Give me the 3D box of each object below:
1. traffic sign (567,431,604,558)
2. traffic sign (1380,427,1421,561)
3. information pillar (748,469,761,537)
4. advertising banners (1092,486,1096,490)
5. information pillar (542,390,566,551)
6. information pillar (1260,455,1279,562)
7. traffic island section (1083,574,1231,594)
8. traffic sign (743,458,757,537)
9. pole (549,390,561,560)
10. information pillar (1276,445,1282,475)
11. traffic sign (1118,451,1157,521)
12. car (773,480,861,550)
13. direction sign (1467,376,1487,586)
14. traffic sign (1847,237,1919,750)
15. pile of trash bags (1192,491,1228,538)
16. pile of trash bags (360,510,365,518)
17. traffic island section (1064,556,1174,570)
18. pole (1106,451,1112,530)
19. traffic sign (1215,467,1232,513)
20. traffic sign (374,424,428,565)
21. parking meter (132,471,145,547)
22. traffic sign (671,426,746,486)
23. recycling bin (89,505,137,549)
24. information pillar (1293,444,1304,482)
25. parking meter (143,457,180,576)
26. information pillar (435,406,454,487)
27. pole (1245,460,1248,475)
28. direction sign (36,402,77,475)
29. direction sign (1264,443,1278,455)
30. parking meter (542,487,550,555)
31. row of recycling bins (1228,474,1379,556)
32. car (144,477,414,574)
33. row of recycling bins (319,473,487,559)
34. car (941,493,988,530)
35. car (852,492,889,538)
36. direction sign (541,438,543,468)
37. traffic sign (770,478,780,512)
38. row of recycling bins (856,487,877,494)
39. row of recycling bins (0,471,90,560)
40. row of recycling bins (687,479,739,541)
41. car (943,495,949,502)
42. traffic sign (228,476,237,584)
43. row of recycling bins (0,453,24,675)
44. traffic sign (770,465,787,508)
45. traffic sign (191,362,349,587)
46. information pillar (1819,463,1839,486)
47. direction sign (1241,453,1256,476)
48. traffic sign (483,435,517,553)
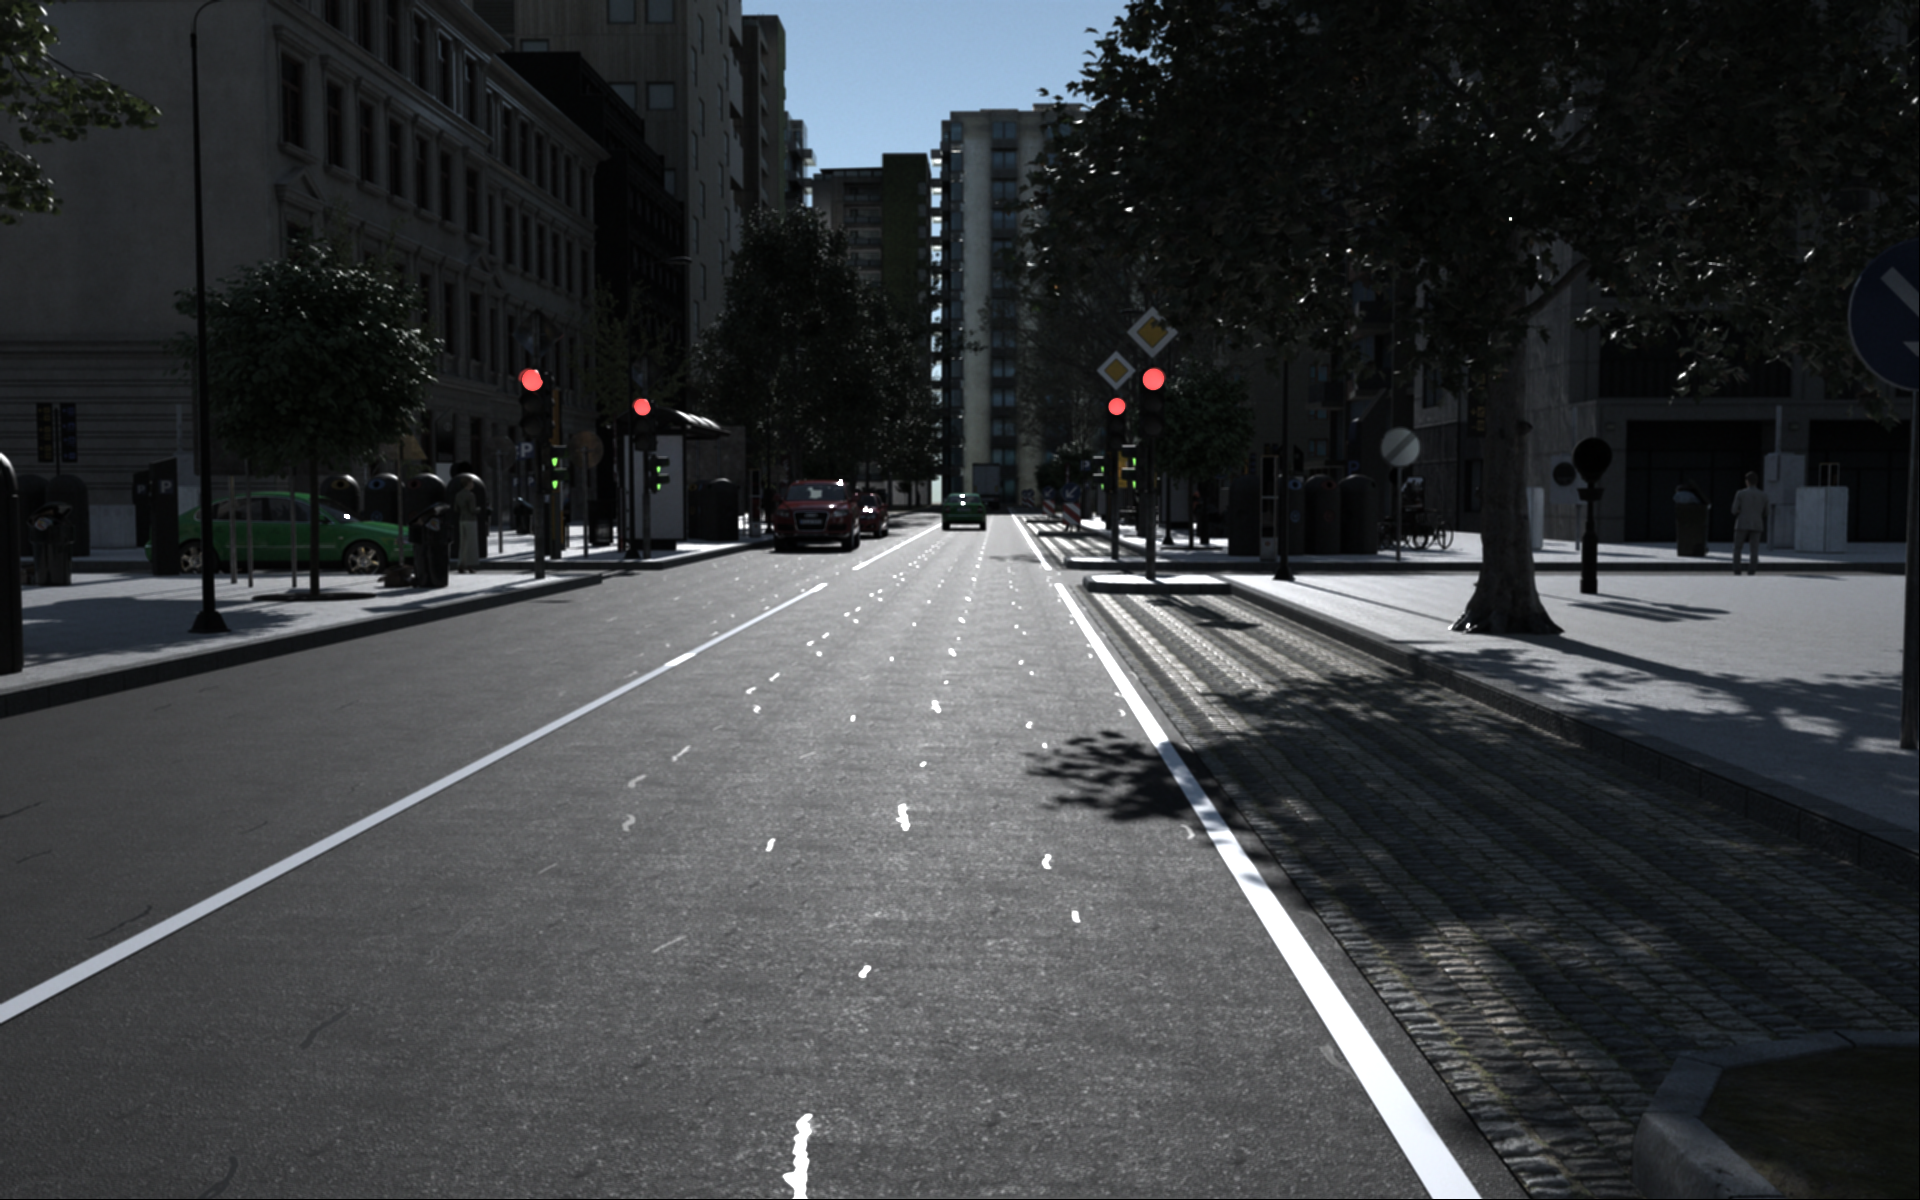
[{"bbox_3d":[-7.537,-2.123,34.817,0.768,2.556,0.104,0,4,7],"label":"traffic sign"},{"bbox_3d":[8.407,-2.021,33.143,0.768,2.556,0.104,0,4,8],"label":"traffic sign"},{"bbox_3d":[-6.079,-2.862,51.288,0.304,2.012,0.304,-1,4,-20],"label":"information pillar"},{"bbox_3d":[9.207,-6.914,109.226,2.074,3.025,0.090,0,4,-5],"label":"advertising banners"},{"bbox_3d":[-9.235,-2.933,39.304,0.504,3.616,0.183,1,4,19],"label":"information pillar"},{"bbox_3d":[5.888,-1.742,32.973,0.304,2.012,0.304,1,4,19],"label":"information pillar"},{"bbox_3d":[2.892,-0.233,26.087,2.009,0.180,2.903,0,4,1],"label":"traffic island section"},{"bbox_3d":[-6.489,-3.110,52.026,0.795,2.450,0.064,0,4,2],"label":"traffic sign"},{"bbox_3d":[-7.941,-2.452,33.928,0.158,3.312,0.155,0,3,0],"label":"pole"},{"bbox_3d":[14.225,-5.219,76.678,0.504,3.616,0.183,3,5,42],"label":"information pillar"},{"bbox_3d":[7.950,-5.252,79.735,2.265,3.308,0.079,1,4,11],"label":"traffic sign"},{"bbox_3d":[-3.732,-2.267,45.739,2.281,1.827,5.304,0,4,0],"label":"car"},{"bbox_3d":[7.383,-1.965,24.130,0.876,3.537,0.379,-2,4,-30],"label":"direction sign"},{"bbox_3d":[4.784,-0.523,8.653,0.768,2.556,0.104,0,4,4],"label":"traffic sign"},{"bbox_3d":[7.864,-2.590,52.094,1.912,1.369,3.447,-1,4,-20],"label":"pile of trash bags"},{"bbox_3d":[-13.421,-1.758,38.492,1.912,1.369,3.447,3,5,44],"label":"pile of trash bags"},{"bbox_3d":[3.072,-0.721,34.070,2.009,0.180,2.903,0,4,1],"label":"traffic island section"},{"bbox_3d":[5.329,-4.173,62.075,0.158,3.312,0.155,0,3,0],"label":"pole"},{"bbox_3d":[8.705,-3.539,57.971,0.768,2.556,0.104,0,4,5],"label":"traffic sign"},{"bbox_3d":[-8.635,-1.633,26.707,0.884,2.594,0.081,1,4,9],"label":"traffic sign"},{"bbox_3d":[-19.712,-2.205,41.767,0.399,1.863,0.255,-1,4,-11],"label":"parking meter"},{"bbox_3d":[-7.533,-3.544,51.812,2.265,3.308,0.079,0,4,5],"label":"traffic sign"},{"bbox_3d":[-19.803,-1.709,40.491,0.722,1.027,0.722,1,4,22],"label":"recycling bin"},{"bbox_3d":[15.879,-5.506,81.371,0.504,3.616,0.183,-1,4,-12],"label":"information pillar"},{"bbox_3d":[-12.558,-1.321,27.304,0.399,1.863,0.255,-3,5,-41],"label":"parking meter"},{"bbox_3d":[-13.709,-3.352,46.160,0.504,3.616,0.183,-3,5,-44],"label":"information pillar"},{"bbox_3d":[15.241,-6.012,92.143,0.158,3.312,0.155,0,3,0],"label":"pole"},{"bbox_3d":[-22.359,-3.116,42.943,0.876,3.537,0.379,-1,4,-16],"label":"direction sign"},{"bbox_3d":[13.940,-5.242,77.696,0.876,3.537,0.379,-3,4,-37],"label":"direction sign"},{"bbox_3d":[-8.675,-1.707,36.319,0.372,1.533,0.369,0,3,0],"label":"parking meter"},{"bbox_3d":[7.228,-1.800,36.545,3.534,1.692,1.069,-2,4,-23],"label":"row of recycling bins"},{"bbox_3d":[-11.137,-1.245,29.150,4.718,1.807,1.959,0,4,0],"label":"car"},{"bbox_3d":[-11.213,-1.699,34.893,3.534,1.692,1.069,1,4,9],"label":"row of recycling bins"},{"bbox_3d":[0.185,-3.814,71.152,1.959,1.807,4.718,0,4,1],"label":"car"},{"bbox_3d":[-3.412,-2.980,57.767,2.155,1.783,4.494,0,4,2],"label":"car"},{"bbox_3d":[-16.533,-4.713,69.049,0.379,3.537,0.876,3,4,36],"label":"direction sign"},{"bbox_3d":[-8.739,-5.031,82.253,0.884,2.594,0.081,0,4,6],"label":"traffic sign"},{"bbox_3d":[-6.694,-5.970,104.730,3.534,1.692,1.069,1,4,14],"label":"row of recycling bins"},{"bbox_3d":[-19.585,-1.771,36.067,3.534,1.692,1.069,2,4,23],"label":"row of recycling bins"},{"bbox_3d":[-6.927,-2.546,48.735,1.069,1.692,3.534,-1,4,-19],"label":"row of recycling bins"},{"bbox_3d":[-0.565,-9.355,165.308,2.083,1.381,4.827,0,4,0],"label":"car"},{"bbox_3d":[-10.415,-1.508,24.767,0.768,2.556,0.104,1,4,9],"label":"traffic sign"},{"bbox_3d":[-7.952,-0.386,13.424,1.069,1.692,3.534,-3,4,-36],"label":"row of recycling bins"},{"bbox_3d":[-7.894,-4.584,75.054,0.768,2.556,0.104,0,4,6],"label":"traffic sign"},{"bbox_3d":[-9.457,-1.826,23.731,2.265,3.308,0.079,0,4,8],"label":"traffic sign"},{"bbox_3d":[20.617,-2.241,41.131,0.304,2.012,0.304,-1,4,-20],"label":"information pillar"},{"bbox_3d":[15.985,-6.360,95.982,0.876,3.537,0.379,3,5,39],"label":"direction sign"},{"bbox_3d":[-9.989,-2.293,37.596,0.768,2.556,0.104,1,4,10],"label":"traffic sign"}]
